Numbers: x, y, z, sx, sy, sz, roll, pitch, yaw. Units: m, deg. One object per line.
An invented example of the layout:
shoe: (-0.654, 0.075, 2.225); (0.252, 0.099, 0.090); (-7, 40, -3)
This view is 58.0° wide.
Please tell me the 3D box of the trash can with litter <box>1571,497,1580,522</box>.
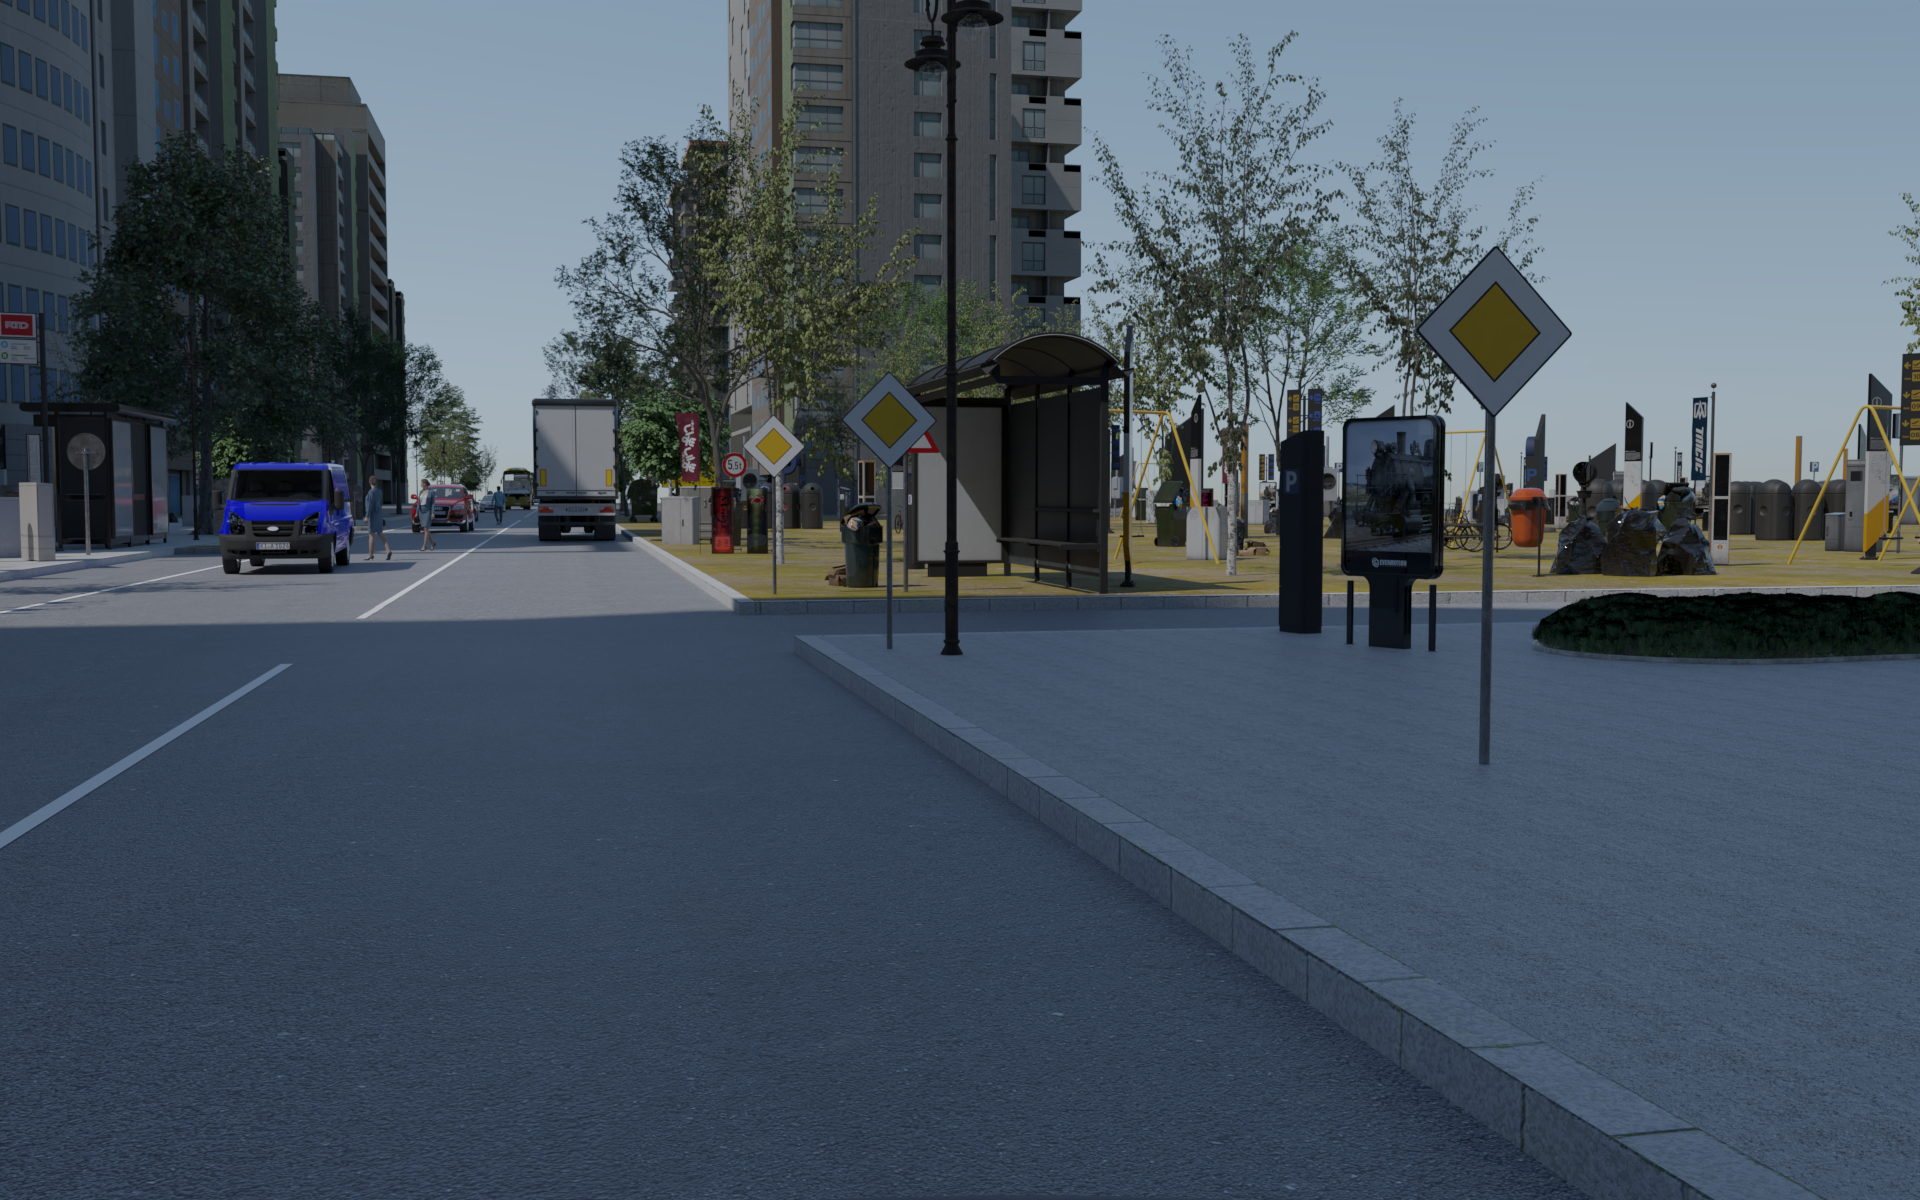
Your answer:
trash can with litter: (26.541, -3.773, 73.078); (1.055, 1.170, 0.624); (0, 4, -8)

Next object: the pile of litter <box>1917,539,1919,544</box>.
pile of litter: (24.925, -1.829, 43.876); (1.176, 0.858, 1.719); (2, 4, 24)

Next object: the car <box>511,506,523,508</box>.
car: (-46.183, -10.389, 179.639); (2.009, 1.686, 4.222); (-1, 4, -11)

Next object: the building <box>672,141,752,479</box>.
building: (-22.761, -34.163, 213.183); (22.147, 44.769, 28.867); (-1, 4, -13)

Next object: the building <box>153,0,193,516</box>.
building: (-51.393, -27.198, 94.794); (14.600, 45.320, 14.200); (-1, 4, -13)

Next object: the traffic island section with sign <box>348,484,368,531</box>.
traffic island section with sign: (-23.886, -3.655, 68.390); (1.989, 1.847, 2.006); (-1, 4, -13)

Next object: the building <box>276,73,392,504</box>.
building: (-79.294, -35.454, 203.373); (21.300, 48.544, 21.600); (-1, 4, -13)

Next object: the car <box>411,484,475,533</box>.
car: (-19.704, -3.513, 66.116); (2.281, 1.827, 5.304); (-1, 4, -12)

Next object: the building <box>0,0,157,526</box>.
building: (-46.550, -32.197, 68.427); (21.231, 58.520, 28.212); (-1, 4, -13)

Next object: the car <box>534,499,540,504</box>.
car: (-57.601, -13.565, 234.142); (2.083, 1.381, 4.827); (-1, 4, -13)

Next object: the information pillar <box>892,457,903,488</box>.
information pillar: (-2.340, -4.555, 65.822); (0.504, 3.616, 0.183); (-1, 4, -10)

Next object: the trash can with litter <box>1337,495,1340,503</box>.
trash can with litter: (22.101, -5.439, 99.985); (2.233, 1.210, 1.678); (-2, 4, -28)

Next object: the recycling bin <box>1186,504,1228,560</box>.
recycling bin: (4.906, -1.308, 33.946); (0.722, 1.027, 0.722); (2, 4, 32)

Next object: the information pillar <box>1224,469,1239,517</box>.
information pillar: (8.015, -2.855, 51.179); (0.304, 2.012, 0.304); (-3, 5, -42)

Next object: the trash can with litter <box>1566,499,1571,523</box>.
trash can with litter: (27.418, -4.070, 77.928); (0.624, 1.170, 1.055); (-1, 4, -21)

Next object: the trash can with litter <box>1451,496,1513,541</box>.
trash can with litter: (14.986, -2.249, 47.821); (2.233, 1.210, 1.678); (0, 4, -6)

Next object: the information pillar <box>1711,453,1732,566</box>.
information pillar: (13.603, -1.619, 30.958); (0.304, 2.012, 0.304); (1, 4, 23)

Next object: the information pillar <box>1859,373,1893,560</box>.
information pillar: (17.838, -2.589, 33.681); (0.504, 3.616, 0.183); (-1, 4, -9)

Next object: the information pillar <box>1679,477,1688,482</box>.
information pillar: (31.285, -4.309, 74.951); (0.304, 2.012, 0.304); (3, 4, 36)

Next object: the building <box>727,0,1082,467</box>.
building: (-5.394, -34.325, 150.456); (28.713, 52.752, 27.495); (-1, 4, -13)

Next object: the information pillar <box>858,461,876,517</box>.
information pillar: (-2.057, -2.068, 38.311); (0.304, 2.012, 0.304); (-2, 4, -27)

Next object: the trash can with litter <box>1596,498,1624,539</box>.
trash can with litter: (16.167, -1.954, 43.330); (0.624, 1.170, 1.055); (3, 5, 41)

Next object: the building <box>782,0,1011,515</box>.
building: (-4.932, -26.374, 114.811); (14.154, 41.232, 14.086); (-1, 4, -13)

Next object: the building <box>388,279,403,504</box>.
building: (-80.106, -27.543, 222.021); (14.160, 30.474, 14.107); (-1, 4, -13)

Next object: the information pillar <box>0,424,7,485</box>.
information pillar: (-32.234, -4.095, 58.311); (0.504, 3.616, 0.183); (3, 4, 38)

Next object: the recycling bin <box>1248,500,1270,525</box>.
recycling bin: (12.659, -3.721, 73.389); (0.722, 1.027, 0.722); (2, 4, 30)

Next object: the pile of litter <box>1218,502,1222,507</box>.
pile of litter: (14.273, -5.070, 96.860); (1.719, 0.858, 1.176); (3, 5, 41)

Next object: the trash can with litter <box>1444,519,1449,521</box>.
trash can with litter: (23.603, -4.385, 82.757); (2.233, 1.210, 1.678); (3, 5, 39)

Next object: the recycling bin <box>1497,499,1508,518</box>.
recycling bin: (27.190, -4.577, 87.384); (0.722, 1.027, 0.722); (2, 4, 28)

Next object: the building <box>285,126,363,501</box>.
building: (-72.938, -30.776, 186.779); (14.154, 41.232, 14.086); (-1, 4, -13)

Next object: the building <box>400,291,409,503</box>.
building: (-83.269, -28.382, 235.744); (14.160, 30.474, 14.107); (-1, 4, -13)

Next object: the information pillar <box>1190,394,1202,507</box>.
information pillar: (5.569, -3.029, 40.877); (0.183, 3.616, 0.504); (-1, 4, -14)

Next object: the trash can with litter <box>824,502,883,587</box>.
trash can with litter: (-1.527, -0.770, 23.977); (0.624, 1.170, 1.055); (-3, 4, -37)

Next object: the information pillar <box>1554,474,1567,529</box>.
information pillar: (21.848, -3.578, 62.991); (0.304, 2.012, 0.304); (-1, 4, -10)

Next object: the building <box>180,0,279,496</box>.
building: (-56.673, -26.877, 123.026); (14.154, 41.232, 14.086); (-1, 4, -13)

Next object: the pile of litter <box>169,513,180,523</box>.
pile of litter: (-35.729, -3.879, 77.383); (1.719, 0.858, 1.176); (-3, 5, -41)

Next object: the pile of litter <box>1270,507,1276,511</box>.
pile of litter: (10.491, -2.586, 56.248); (1.176, 0.858, 1.719); (3, 5, 42)

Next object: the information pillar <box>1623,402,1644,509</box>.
information pillar: (17.074, -3.217, 43.955); (0.183, 3.616, 0.504); (-3, 4, -37)

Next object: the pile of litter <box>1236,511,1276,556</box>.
pile of litter: (6.049, -1.379, 36.512); (1.176, 0.858, 1.719); (3, 5, 44)

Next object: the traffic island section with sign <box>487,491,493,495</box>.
traffic island section with sign: (-53.568, -11.569, 197.788); (1.989, 1.847, 2.006); (-1, 4, -13)

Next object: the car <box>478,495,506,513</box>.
car: (-36.585, -7.533, 135.528); (2.083, 1.381, 4.827); (-1, 4, -12)

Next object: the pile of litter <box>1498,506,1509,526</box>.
pile of litter: (22.157, -3.371, 69.080); (1.719, 0.858, 1.176); (-1, 4, -16)

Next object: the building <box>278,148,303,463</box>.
building: (-60.724, -22.349, 137.100); (14.160, 30.474, 14.107); (-1, 4, -13)

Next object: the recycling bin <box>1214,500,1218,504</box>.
recycling bin: (11.054, -3.954, 77.204); (0.722, 1.027, 0.722); (-1, 4, -12)

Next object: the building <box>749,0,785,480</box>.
building: (-7.870, -29.259, 128.496); (14.600, 45.320, 14.200); (-1, 4, -13)

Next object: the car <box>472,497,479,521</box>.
car: (-26.006, -4.908, 90.026); (2.009, 1.686, 4.222); (-1, 4, -12)

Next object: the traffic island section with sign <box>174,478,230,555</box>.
traffic island section with sign: (-17.862, -2.048, 42.114); (1.989, 1.847, 2.006); (-1, 4, -13)

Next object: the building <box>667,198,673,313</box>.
building: (-29.197, -35.881, 241.272); (22.147, 44.769, 28.867); (-1, 4, -13)
